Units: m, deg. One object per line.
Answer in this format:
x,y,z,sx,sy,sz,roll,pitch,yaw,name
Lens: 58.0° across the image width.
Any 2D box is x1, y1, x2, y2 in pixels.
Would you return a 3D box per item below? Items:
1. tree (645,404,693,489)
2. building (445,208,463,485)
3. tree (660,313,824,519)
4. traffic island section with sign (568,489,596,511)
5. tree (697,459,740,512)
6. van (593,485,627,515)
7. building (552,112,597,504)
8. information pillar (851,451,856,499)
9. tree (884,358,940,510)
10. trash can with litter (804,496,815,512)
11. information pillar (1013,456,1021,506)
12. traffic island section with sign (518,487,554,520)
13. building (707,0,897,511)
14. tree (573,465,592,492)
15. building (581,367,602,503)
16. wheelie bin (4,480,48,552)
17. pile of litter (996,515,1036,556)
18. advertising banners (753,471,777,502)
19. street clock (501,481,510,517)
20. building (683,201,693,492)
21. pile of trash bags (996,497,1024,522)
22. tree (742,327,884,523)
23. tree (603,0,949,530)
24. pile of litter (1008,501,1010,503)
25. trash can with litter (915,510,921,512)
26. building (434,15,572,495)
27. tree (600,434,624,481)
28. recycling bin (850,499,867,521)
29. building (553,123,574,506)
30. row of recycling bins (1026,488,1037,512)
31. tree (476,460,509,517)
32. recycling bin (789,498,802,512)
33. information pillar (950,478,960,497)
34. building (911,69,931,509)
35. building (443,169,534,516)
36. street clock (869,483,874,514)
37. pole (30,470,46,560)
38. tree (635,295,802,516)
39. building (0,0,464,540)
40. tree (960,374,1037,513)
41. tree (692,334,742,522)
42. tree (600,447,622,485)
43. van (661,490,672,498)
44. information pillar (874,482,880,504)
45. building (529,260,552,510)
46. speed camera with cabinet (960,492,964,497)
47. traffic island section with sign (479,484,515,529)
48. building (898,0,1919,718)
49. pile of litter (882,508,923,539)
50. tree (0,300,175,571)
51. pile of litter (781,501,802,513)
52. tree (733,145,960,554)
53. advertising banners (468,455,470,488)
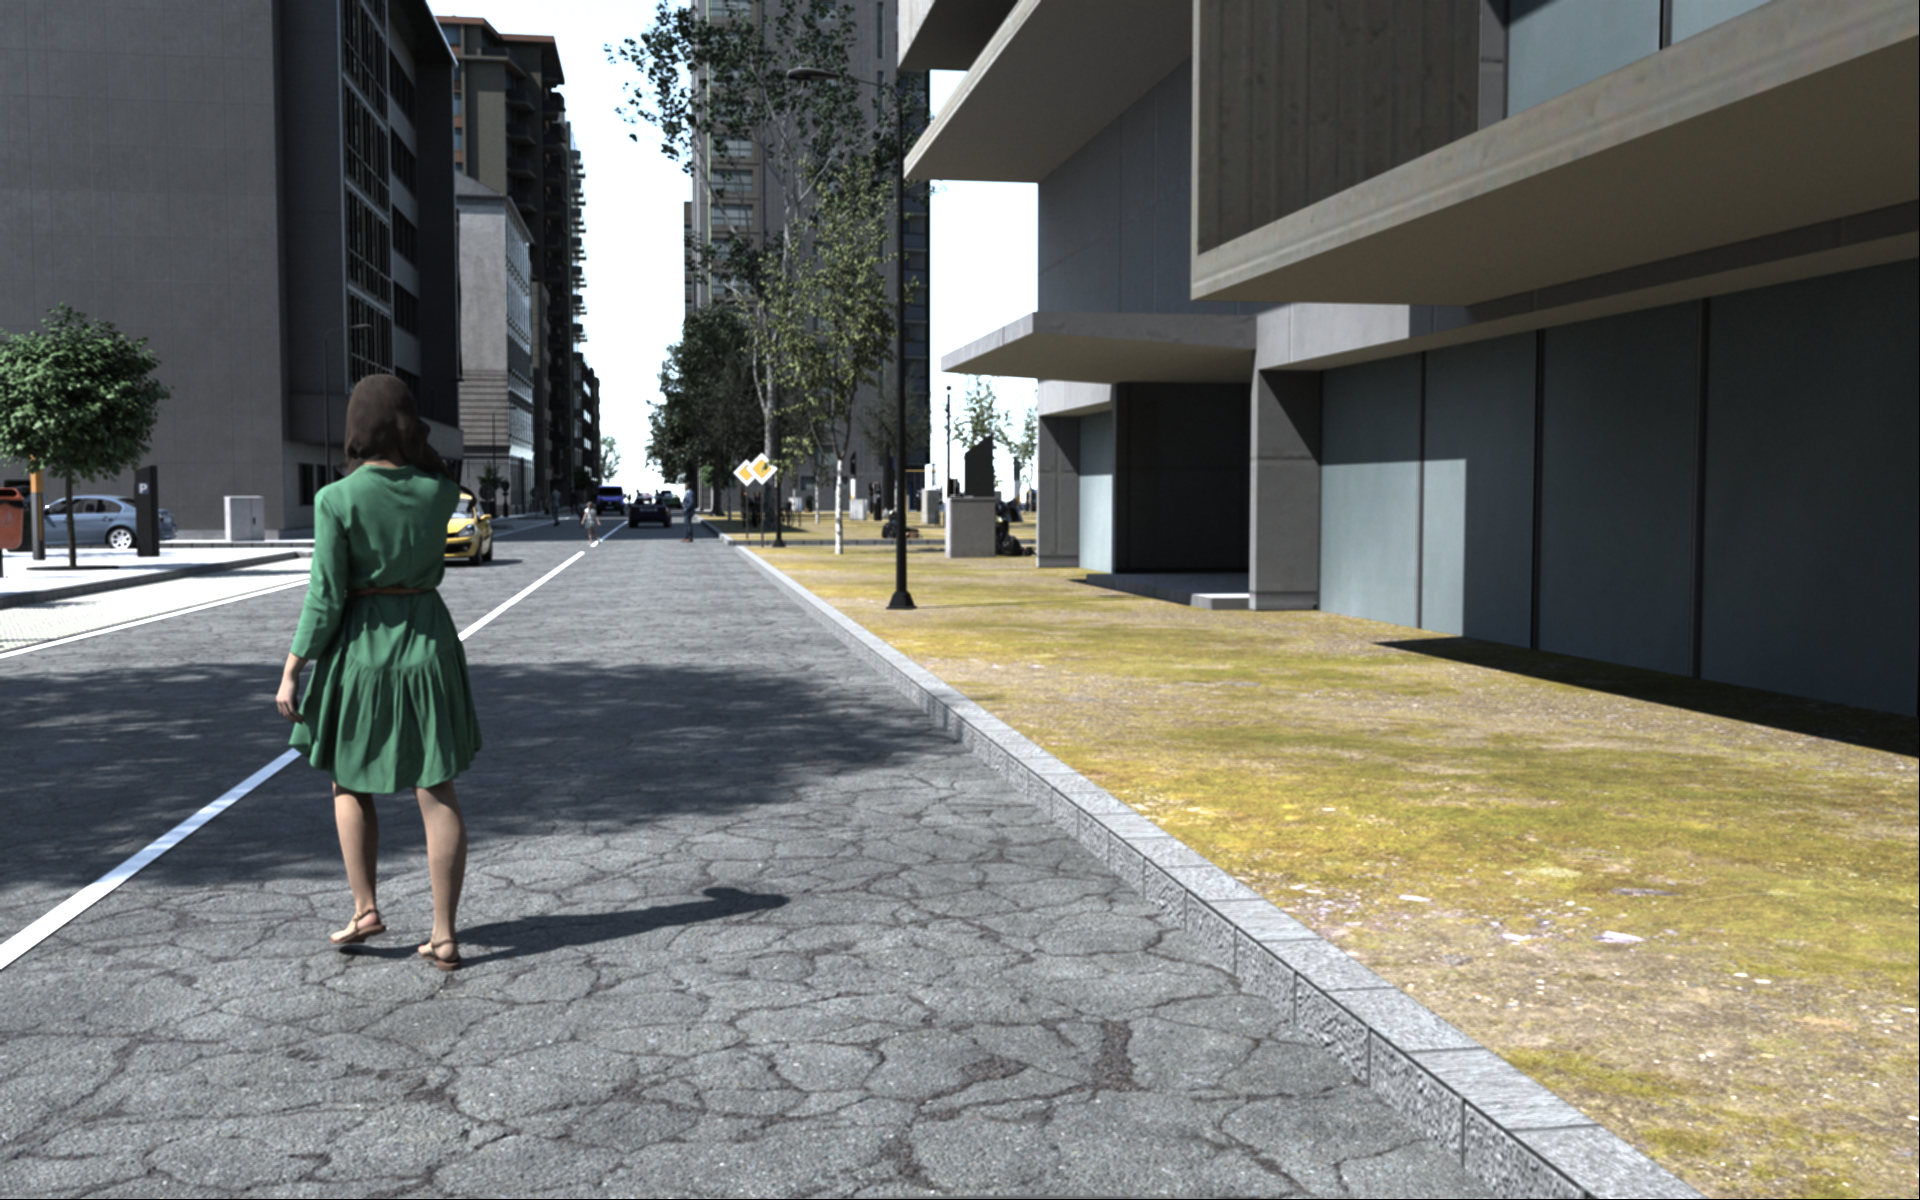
-32.446,-18.382,207.195,9.857,13.997,8.962,0,3,0,tree
-33.355,-13.300,84.902,16.820,18.784,16.811,-1,4,-10,building
-11.116,-9.444,88.818,8.767,10.594,7.601,-1,4,-9,tree
-32.054,-8.422,146.331,1.989,1.847,2.006,-1,4,-10,traffic island section with sign
-17.436,-8.699,125.934,4.285,4.588,4.351,0,3,0,tree
-24.156,-7.055,119.738,2.240,2.365,5.245,-1,4,-10,van
-58.260,-36.553,217.243,23.786,49.044,30.456,-1,4,-10,building
-5.794,-6.293,94.252,0.183,3.616,0.504,-2,4,-32,information pillar
-3.250,-8.823,94.618,4.360,8.622,3.978,0,3,0,tree
-10.582,-6.740,121.584,0.624,1.170,1.055,1,4,10,trash can with litter
3.482,-7.032,106.320,0.504,3.616,0.183,-2,4,-32,information pillar
-23.708,-5.414,97.141,1.989,1.847,2.006,-1,4,-10,traffic island section with sign
-12.615,-27.647,135.623,14.154,41.232,14.086,-1,4,-10,building
-43.349,-13.045,196.991,4.285,4.588,4.351,0,3,0,tree
-65.885,-24.600,247.242,27.650,21.520,28.899,-1,4,-10,building
-20.737,-1.862,38.346,0.980,1.594,0.693,-2,4,-27,wheelie bin
0.933,-1.376,36.462,1.176,0.858,1.719,-3,4,-37,pile of litter
-13.667,-7.733,122.620,2.074,3.025,0.090,1,4,18,advertising banners
-25.289,-5.614,96.363,0.471,2.002,0.358,3,4,38,street clock
-31.788,-34.298,244.359,14.154,41.232,14.086,-1,4,-10,building
1.379,-4.332,80.572,1.912,1.369,3.447,-3,5,-40,pile of trash bags
-6.397,-7.644,75.348,4.360,8.622,3.978,0,3,0,tree
-5.560,-12.644,62.624,12.611,20.169,13.585,0,3,0,tree
3.227,-6.462,119.623,1.176,0.858,1.719,1,4,16,pile of litter
-2.342,-6.925,124.285,1.678,1.210,2.233,-3,5,-41,trash can with litter
-48.322,-31.031,161.985,22.147,44.769,28.867,-1,4,-10,building
-57.687,-21.573,278.467,9.928,11.665,9.643,0,3,0,tree
-4.920,-4.371,84.013,0.722,1.027,0.722,1,4,9,recycling bin
-48.929,-30.634,184.464,14.154,41.232,14.086,-1,4,-10,building
5.864,-7.234,125.389,1.069,1.692,3.534,-2,4,-26,row of recycling bins
-26.889,-6.377,98.872,1.663,3.219,1.824,0,3,0,tree
-11.795,-6.818,124.033,0.722,1.027,0.722,1,4,20,recycling bin
-0.280,-4.625,80.110,0.304,2.012,0.304,2,4,35,information pillar
-13.366,-37.613,156.966,21.231,58.520,28.212,-1,4,-10,building
-32.407,-15.887,108.902,9.793,20.994,18.267,-1,4,-10,building
-5.810,-6.681,113.803,0.358,2.002,0.471,1,4,13,street clock
-17.848,-2.424,33.469,0.158,3.312,0.155,0,3,0,pole
-13.999,-11.205,100.202,9.611,12.733,9.660,0,3,0,tree
-26.749,-14.819,61.363,14.314,24.678,30.058,-1,4,-10,building
0.971,-8.441,88.374,4.737,8.622,4.395,0,3,0,tree
-10.614,-7.964,80.578,4.360,8.622,3.978,0,3,0,tree
-54.542,-19.377,267.171,4.737,8.622,4.395,0,3,0,tree
-46.031,-16.327,271.324,2.240,2.365,5.245,-1,4,-10,van
-5.242,-6.437,109.733,0.304,2.012,0.304,3,4,38,information pillar
-46.687,-17.649,133.594,27.650,21.520,28.899,-1,4,-10,building
0.360,-7.209,112.197,2.038,3.252,0.660,-1,4,-22,speed camera with cabinet
-19.222,-3.788,70.561,1.989,1.847,2.006,-1,4,-10,traffic island section with sign
14.293,-26.250,18.431,28.713,52.752,27.495,-1,4,-10,building
-1.625,-2.234,50.497,1.176,0.858,1.719,3,4,38,pile of litter
-15.175,-2.809,29.642,4.285,4.588,4.351,0,3,0,tree
-11.456,-6.314,117.195,1.719,0.858,1.176,-1,4,-14,pile of litter
-2.669,-5.301,37.027,4.737,8.622,4.395,0,3,0,tree
-21.739,-4.926,76.725,0.090,3.025,2.074,-1,4,-16,advertising banners
